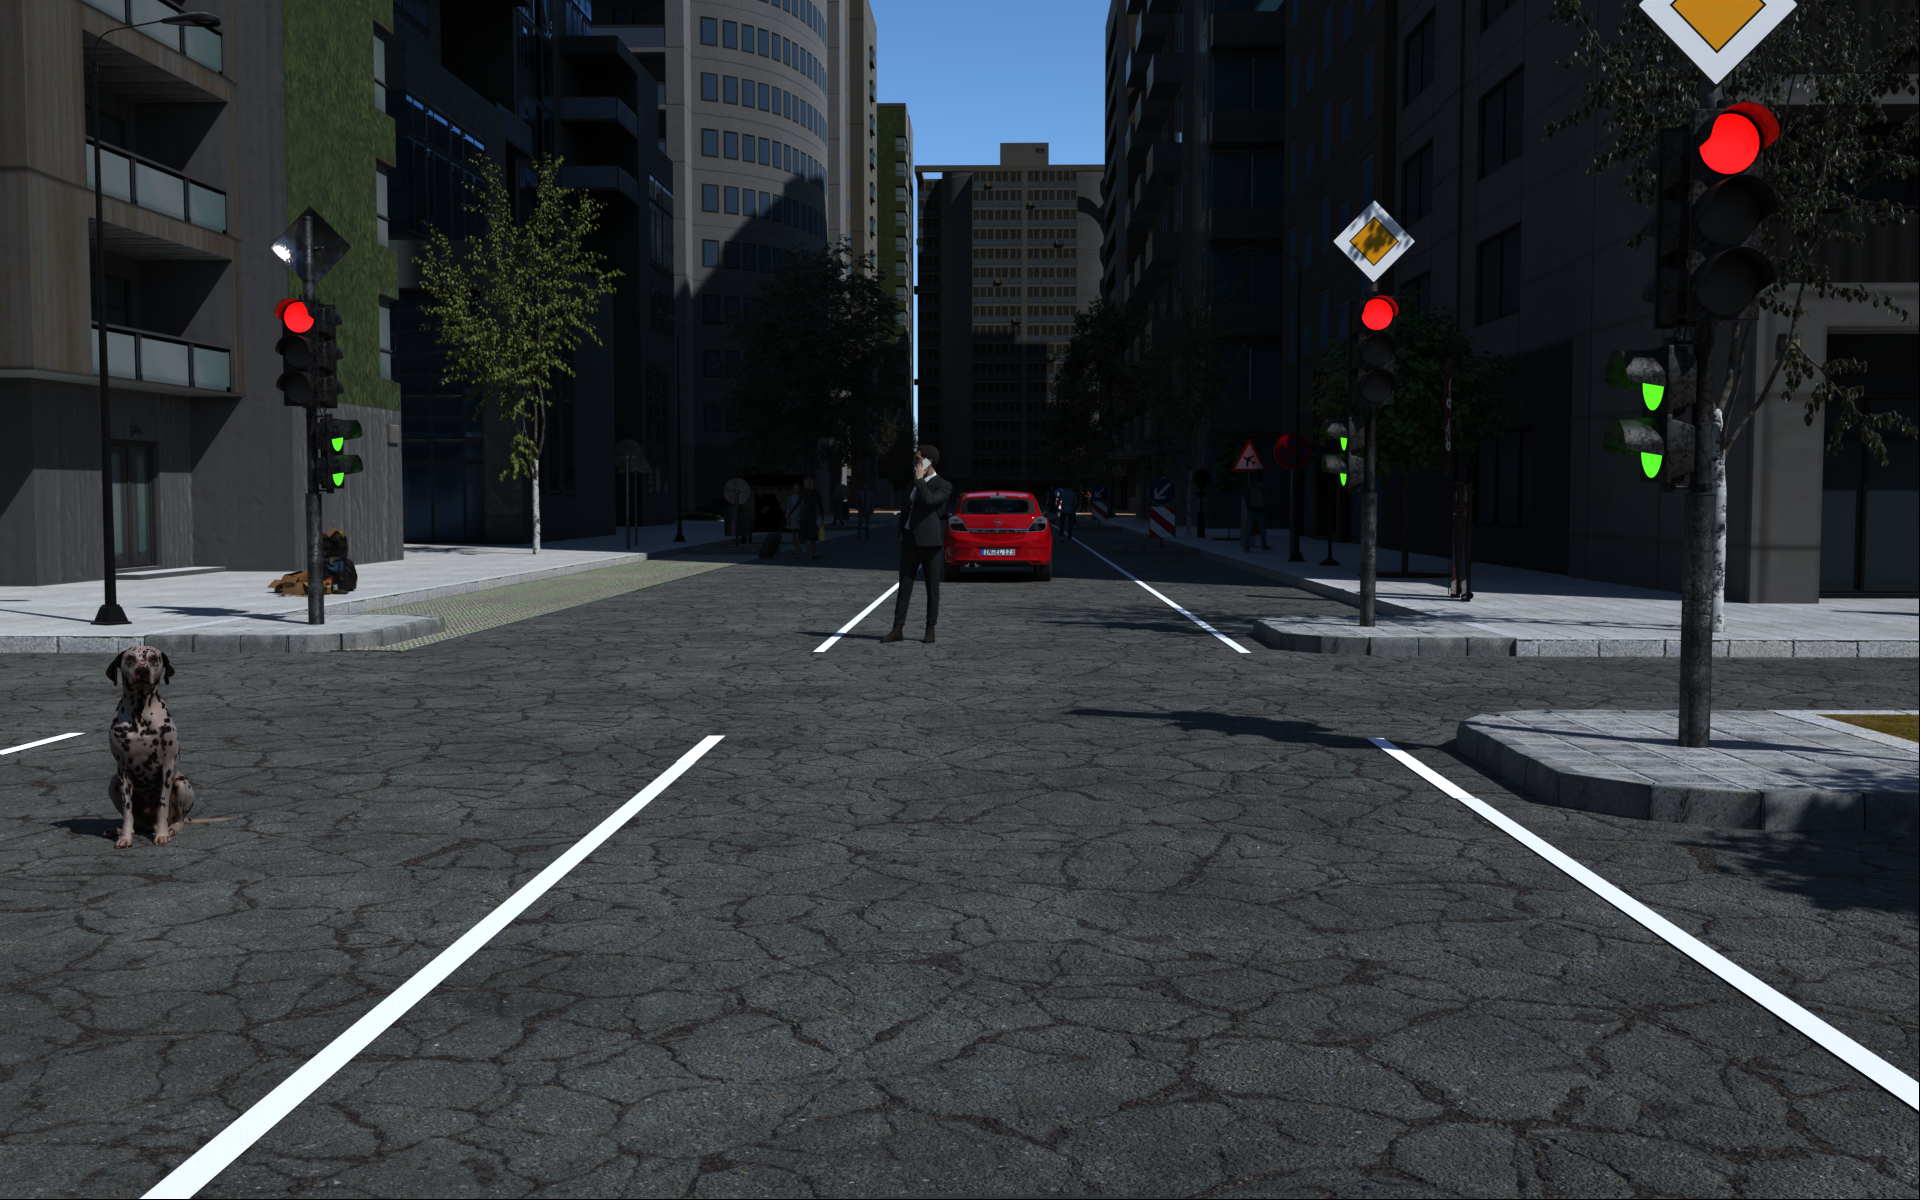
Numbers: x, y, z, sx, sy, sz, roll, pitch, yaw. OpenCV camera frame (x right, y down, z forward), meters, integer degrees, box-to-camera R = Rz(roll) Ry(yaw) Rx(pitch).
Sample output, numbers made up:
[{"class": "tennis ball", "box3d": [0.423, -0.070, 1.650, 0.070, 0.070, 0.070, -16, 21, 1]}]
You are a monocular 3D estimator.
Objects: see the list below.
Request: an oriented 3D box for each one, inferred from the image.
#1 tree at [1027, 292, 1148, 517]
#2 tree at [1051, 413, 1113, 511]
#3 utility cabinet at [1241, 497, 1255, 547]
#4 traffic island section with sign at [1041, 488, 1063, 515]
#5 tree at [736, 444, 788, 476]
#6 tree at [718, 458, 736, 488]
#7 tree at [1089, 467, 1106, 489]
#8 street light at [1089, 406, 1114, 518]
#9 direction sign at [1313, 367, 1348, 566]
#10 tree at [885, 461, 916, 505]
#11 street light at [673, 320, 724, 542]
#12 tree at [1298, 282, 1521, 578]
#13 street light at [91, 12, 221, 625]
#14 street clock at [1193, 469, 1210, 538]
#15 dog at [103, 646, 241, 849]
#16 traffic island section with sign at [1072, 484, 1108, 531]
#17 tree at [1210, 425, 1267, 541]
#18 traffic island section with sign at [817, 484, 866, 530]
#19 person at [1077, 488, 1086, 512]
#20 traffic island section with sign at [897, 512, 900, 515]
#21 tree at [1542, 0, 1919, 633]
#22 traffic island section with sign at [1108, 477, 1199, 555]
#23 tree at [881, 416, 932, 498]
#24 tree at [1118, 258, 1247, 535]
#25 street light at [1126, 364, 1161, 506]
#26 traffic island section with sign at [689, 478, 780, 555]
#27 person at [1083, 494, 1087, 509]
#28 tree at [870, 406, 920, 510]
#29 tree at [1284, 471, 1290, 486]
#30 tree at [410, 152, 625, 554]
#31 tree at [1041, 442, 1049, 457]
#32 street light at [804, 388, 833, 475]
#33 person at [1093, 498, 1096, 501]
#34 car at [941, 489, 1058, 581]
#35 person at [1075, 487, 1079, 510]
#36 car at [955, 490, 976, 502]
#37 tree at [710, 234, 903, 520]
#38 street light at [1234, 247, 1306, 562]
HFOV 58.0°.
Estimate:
[{"class": "tree", "box3d": [8.588, -11.103, 98.543, 9.611, 12.733, 9.660, 0, 3, 0]}, {"class": "tree", "box3d": [9.315, -10.978, 129.845, 4.360, 8.622, 3.978, 0, 3, 0]}, {"class": "utility cabinet", "box3d": [7.004, -1.890, 42.059, 0.306, 1.237, 1.020, 1, 4, 13]}, {"class": "traffic island section with sign", "box3d": [6.720, -6.721, 118.519, 1.989, 1.847, 2.006, 0, 4, 2]}, {"class": "tree", "box3d": [-7.414, -4.376, 66.154, 1.663, 3.219, 1.824, 0, 3, 0]}, {"class": "tree", "box3d": [-9.795, -5.096, 77.925, 1.663, 3.219, 1.824, 0, 3, 0]}, {"class": "tree", "box3d": [9.939, -7.605, 118.947, 1.663, 3.219, 1.824, 0, 3, 0]}, {"class": "street light", "box3d": [7.499, -7.292, 91.767, 1.470, 5.913, 1.316, 0, 4, 2]}, {"class": "direction sign", "box3d": [6.658, -2.390, 31.076, 0.379, 3.537, 0.876, -2, 4, -35]}, {"class": "tree", "box3d": [-5.259, -10.542, 156.074, 4.285, 4.588, 4.351, 0, 3, 0]}, {"class": "street light", "box3d": [-6.997, -4.516, 46.385, 1.470, 5.913, 1.316, 0, 4, 2]}, {"class": "tree", "box3d": [6.893, -2.650, 27.034, 4.285, 4.588, 4.351, 0, 3, 0]}, {"class": "street light", "box3d": [-7.829, -2.712, 16.879, 1.470, 5.913, 1.316, 0, 4, 2]}, {"class": "street clock", "box3d": [7.087, -2.831, 50.851, 0.471, 2.002, 0.358, -1, 4, -13]}, {"class": "dog", "box3d": [-3.319, 0.582, 7.315, 0.513, 0.831, 0.800, 1, 4, 21]}, {"class": "traffic island section with sign", "box3d": [5.366, -3.655, 68.387, 1.989, 1.847, 2.006, 0, 4, 2]}, {"class": "tree", "box3d": [7.427, -3.269, 48.052, 1.663, 3.219, 1.824, 0, 3, 0]}, {"class": "traffic island section with sign", "box3d": [-4.655, -3.669, 68.615, 1.989, 1.847, 2.006, 0, 4, 2]}, {"class": "person", "box3d": [8.901, -7.241, 125.150, 1.217, 1.743, 0.721, 0, 4, -3]}, {"class": "traffic island section with sign", "box3d": [-3.299, -6.746, 118.923, 1.989, 1.847, 2.006, 0, 4, 2]}, {"class": "tree", "box3d": [7.029, -3.990, 15.606, 4.360, 8.622, 3.978, 0, 3, 0]}, {"class": "traffic island section with sign", "box3d": [4.655, -2.004, 41.391, 1.989, 1.847, 2.006, 0, 4, 2]}, {"class": "tree", "box3d": [-5.630, -13.337, 168.420, 4.737, 8.622, 4.395, 0, 3, 0]}, {"class": "tree", "box3d": [7.156, -6.367, 54.456, 4.737, 8.622, 4.395, 0, 3, 0]}, {"class": "street light", "box3d": [6.631, -5.483, 62.188, 1.470, 5.913, 1.316, 0, 4, 2]}, {"class": "traffic island section with sign", "box3d": [-5.378, -2.021, 41.669, 1.989, 1.847, 2.006, 0, 4, 2]}, {"class": "person", "box3d": [11.032, -8.778, 152.788, 0.991, 1.433, 0.599, 1, 4, 18]}, {"class": "tree", "box3d": [-5.384, -11.559, 139.344, 4.360, 8.622, 3.978, 0, 3, 0]}, {"class": "tree", "box3d": [11.736, -3.875, 57.962, 1.663, 3.219, 1.824, 0, 3, 0]}, {"class": "tree", "box3d": [-9.254, -5.274, 36.590, 4.737, 8.622, 4.395, 0, 3, 0]}, {"class": "tree", "box3d": [9.778, -12.985, 162.669, 4.360, 8.622, 3.978, 0, 3, 0]}, {"class": "street light", "box3d": [-6.230, -6.318, 75.835, 1.470, 5.913, 1.316, 0, 4, 2]}, {"class": "person", "box3d": [11.052, -8.181, 143.020, 0.599, 1.433, 0.991, 1, 4, 12]}, {"class": "car", "box3d": [0.642, -1.276, 29.908, 2.155, 1.783, 4.494, 0, 4, 1]}, {"class": "person", "box3d": [9.602, -8.438, 143.958, 0.705, 1.831, 1.348, -1, 4, -22]}, {"class": "car", "box3d": [0.716, -9.306, 160.831, 2.281, 1.827, 5.304, 0, 4, 1]}, {"class": "tree", "box3d": [-7.498, -10.926, 85.302, 9.857, 13.997, 8.962, 0, 3, 0]}, {"class": "street light", "box3d": [5.847, -3.682, 32.739, 1.470, 5.913, 1.316, 0, 4, 2]}]
